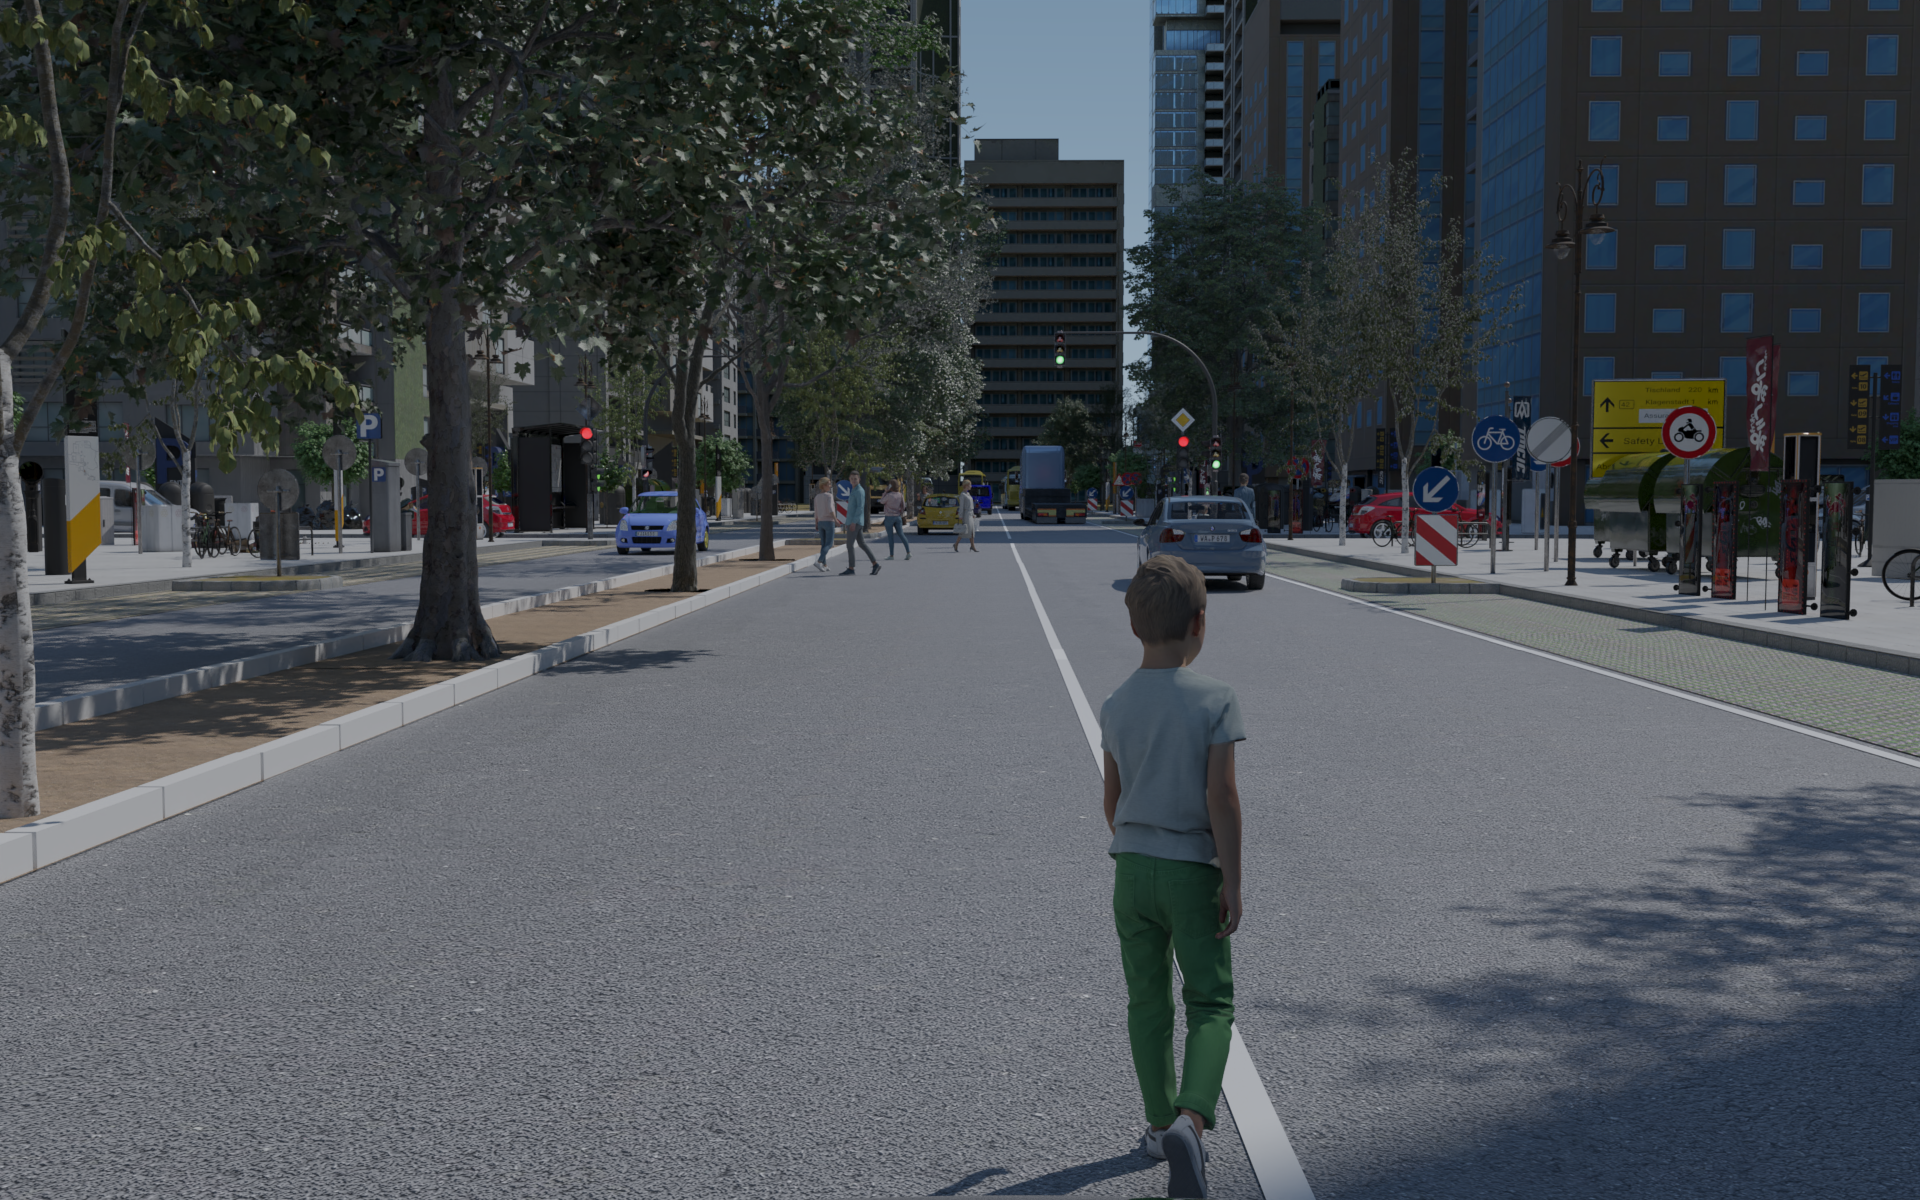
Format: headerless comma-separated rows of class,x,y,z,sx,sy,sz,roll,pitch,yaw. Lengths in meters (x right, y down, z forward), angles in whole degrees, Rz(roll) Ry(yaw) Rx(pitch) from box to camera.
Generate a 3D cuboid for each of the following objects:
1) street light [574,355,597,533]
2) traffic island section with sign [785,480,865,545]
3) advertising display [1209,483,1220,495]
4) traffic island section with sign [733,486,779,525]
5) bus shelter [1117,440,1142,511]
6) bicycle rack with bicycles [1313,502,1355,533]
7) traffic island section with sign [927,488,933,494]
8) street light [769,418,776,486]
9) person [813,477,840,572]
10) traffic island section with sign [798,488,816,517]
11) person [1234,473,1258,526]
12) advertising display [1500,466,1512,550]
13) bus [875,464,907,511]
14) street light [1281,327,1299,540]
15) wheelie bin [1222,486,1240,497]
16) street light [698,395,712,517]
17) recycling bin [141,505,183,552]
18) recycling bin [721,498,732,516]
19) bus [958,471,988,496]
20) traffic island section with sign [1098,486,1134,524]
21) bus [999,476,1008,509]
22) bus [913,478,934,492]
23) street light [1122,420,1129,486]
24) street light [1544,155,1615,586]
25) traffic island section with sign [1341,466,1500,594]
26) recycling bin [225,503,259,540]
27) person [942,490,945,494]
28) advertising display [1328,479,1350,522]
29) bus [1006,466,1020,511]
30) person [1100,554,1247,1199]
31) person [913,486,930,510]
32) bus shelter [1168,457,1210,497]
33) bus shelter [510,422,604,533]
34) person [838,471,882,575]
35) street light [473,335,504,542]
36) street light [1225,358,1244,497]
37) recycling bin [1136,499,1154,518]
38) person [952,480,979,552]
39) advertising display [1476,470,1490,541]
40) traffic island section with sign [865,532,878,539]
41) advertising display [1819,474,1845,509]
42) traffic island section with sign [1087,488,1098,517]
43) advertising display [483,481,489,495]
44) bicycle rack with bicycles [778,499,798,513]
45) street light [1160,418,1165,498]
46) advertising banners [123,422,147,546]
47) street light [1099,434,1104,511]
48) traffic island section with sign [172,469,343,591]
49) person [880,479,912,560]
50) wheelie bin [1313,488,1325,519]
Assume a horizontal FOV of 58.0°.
street light,-12.303,-5.154,57.060,0.468,5.910,1.993,0,4,1
traffic island section with sign,-3.854,-2.502,49.048,2.006,1.907,1.989,0,4,1
advertising display,14.491,-5.788,99.853,0.974,1.923,0.123,0,4,3
traffic island section with sign,-9.553,-4.458,81.509,1.989,1.847,2.006,0,4,1
bus shelter,12.410,-9.077,126.035,2.179,5.291,8.768,0,4,1
bicycle rack with bicycles,13.273,-2.712,57.720,2.852,0.926,2.925,0,4,-6
traffic island section with sign,-2.383,-7.550,131.581,2.006,1.907,1.989,0,4,1
street light,-11.456,-8.113,105.438,0.468,5.910,1.993,0,4,1
person,-2.495,-1.393,31.942,0.731,1.740,0.598,2,4,33
traffic island section with sign,-9.058,-6.112,108.561,1.989,1.847,2.006,0,4,1
person,5.368,-1.478,32.694,0.581,1.822,0.654,-1,4,-9
advertising display,12.568,-2.119,39.861,0.123,1.923,0.974,1,4,10
bus,-5.756,-9.254,142.850,2.896,3.916,12.252,0,4,2
street light,9.180,-4.596,47.939,0.468,5.910,1.993,0,4,1
wheelie bin,10.331,-3.532,65.658,0.980,1.594,0.693,0,4,-7
street light,-11.972,-6.638,81.325,0.468,5.910,1.993,0,4,1
recycling bin,-17.762,-1.590,38.543,0.722,1.027,0.722,2,4,32
recycling bin,-13.666,-5.356,100.126,0.722,1.027,0.722,1,4,14
bus,1.336,-11.630,181.692,2.896,3.916,12.252,0,4,3
traffic island section with sign,7.737,-4.496,82.137,1.989,1.847,2.006,0,4,1
bus,5.383,-10.509,166.685,2.948,3.499,13.247,0,4,0
bus,-4.385,-12.103,192.735,2.948,3.499,13.247,0,4,-1
street light,10.182,-8.180,106.537,0.468,5.910,1.993,0,4,1
street light,8.570,-3.139,24.108,0.468,5.910,1.993,0,4,1
traffic island section with sign,6.729,-1.039,25.611,1.989,1.847,2.006,0,4,1
recycling bin,-20.190,-2.211,48.701,0.722,1.027,0.722,0,4,-5
person,-1.396,-8.813,152.674,0.705,1.814,1.350,1,4,18
advertising display,16.710,-4.353,76.385,0.974,1.923,0.123,1,4,11
bus,5.396,-9.766,151.224,2.896,3.916,12.252,0,4,2
person,0.437,0.560,3.595,0.306,1.304,0.590,1,4,8
person,-1.562,-3.800,70.987,0.716,1.782,0.532,0,4,1
bus shelter,12.939,-6.322,97.286,2.014,3.302,5.546,0,4,1
bus shelter,-13.859,-4.198,59.921,1.731,3.624,6.357,0,4,1
person,-1.767,-1.354,30.495,0.748,1.841,0.638,0,4,2
street light,-12.523,-4.483,46.080,0.468,5.910,1.993,0,4,1
street light,9.310,-5.265,58.868,0.468,5.910,1.993,0,4,1
recycling bin,10.099,-5.002,94.338,0.722,1.027,0.722,-3,4,-37
person,0.142,-2.076,42.788,0.624,1.780,0.694,2,4,33
advertising display,14.398,-2.598,47.688,0.123,1.923,0.974,0,4,3
traffic island section with sign,-3.713,-2.955,56.454,2.006,1.907,1.989,0,4,1
advertising display,28.420,-3.151,56.726,0.974,1.923,0.123,0,4,6
traffic island section with sign,8.225,-6.179,109.651,1.989,1.847,2.006,0,4,1
advertising display,-22.593,-4.714,82.295,0.123,1.923,0.974,1,4,16
bicycle rack with bicycles,-13.439,-7.073,129.025,2.925,0.926,2.852,-2,4,-29
street light,9.753,-6.723,82.703,0.468,5.910,1.993,0,4,1
advertising banners,-20.618,-2.881,43.292,0.090,3.025,2.074,-1,4,-13
street light,10.617,-9.638,130.371,0.468,5.910,1.993,0,4,1
traffic island section with sign,-10.531,-1.078,26.260,1.989,1.847,2.006,0,4,1
person,-1.363,-1.748,37.676,0.593,1.750,0.643,-3,5,-40
wheelie bin,17.260,-4.659,84.075,0.693,1.594,0.980,-3,4,-38
